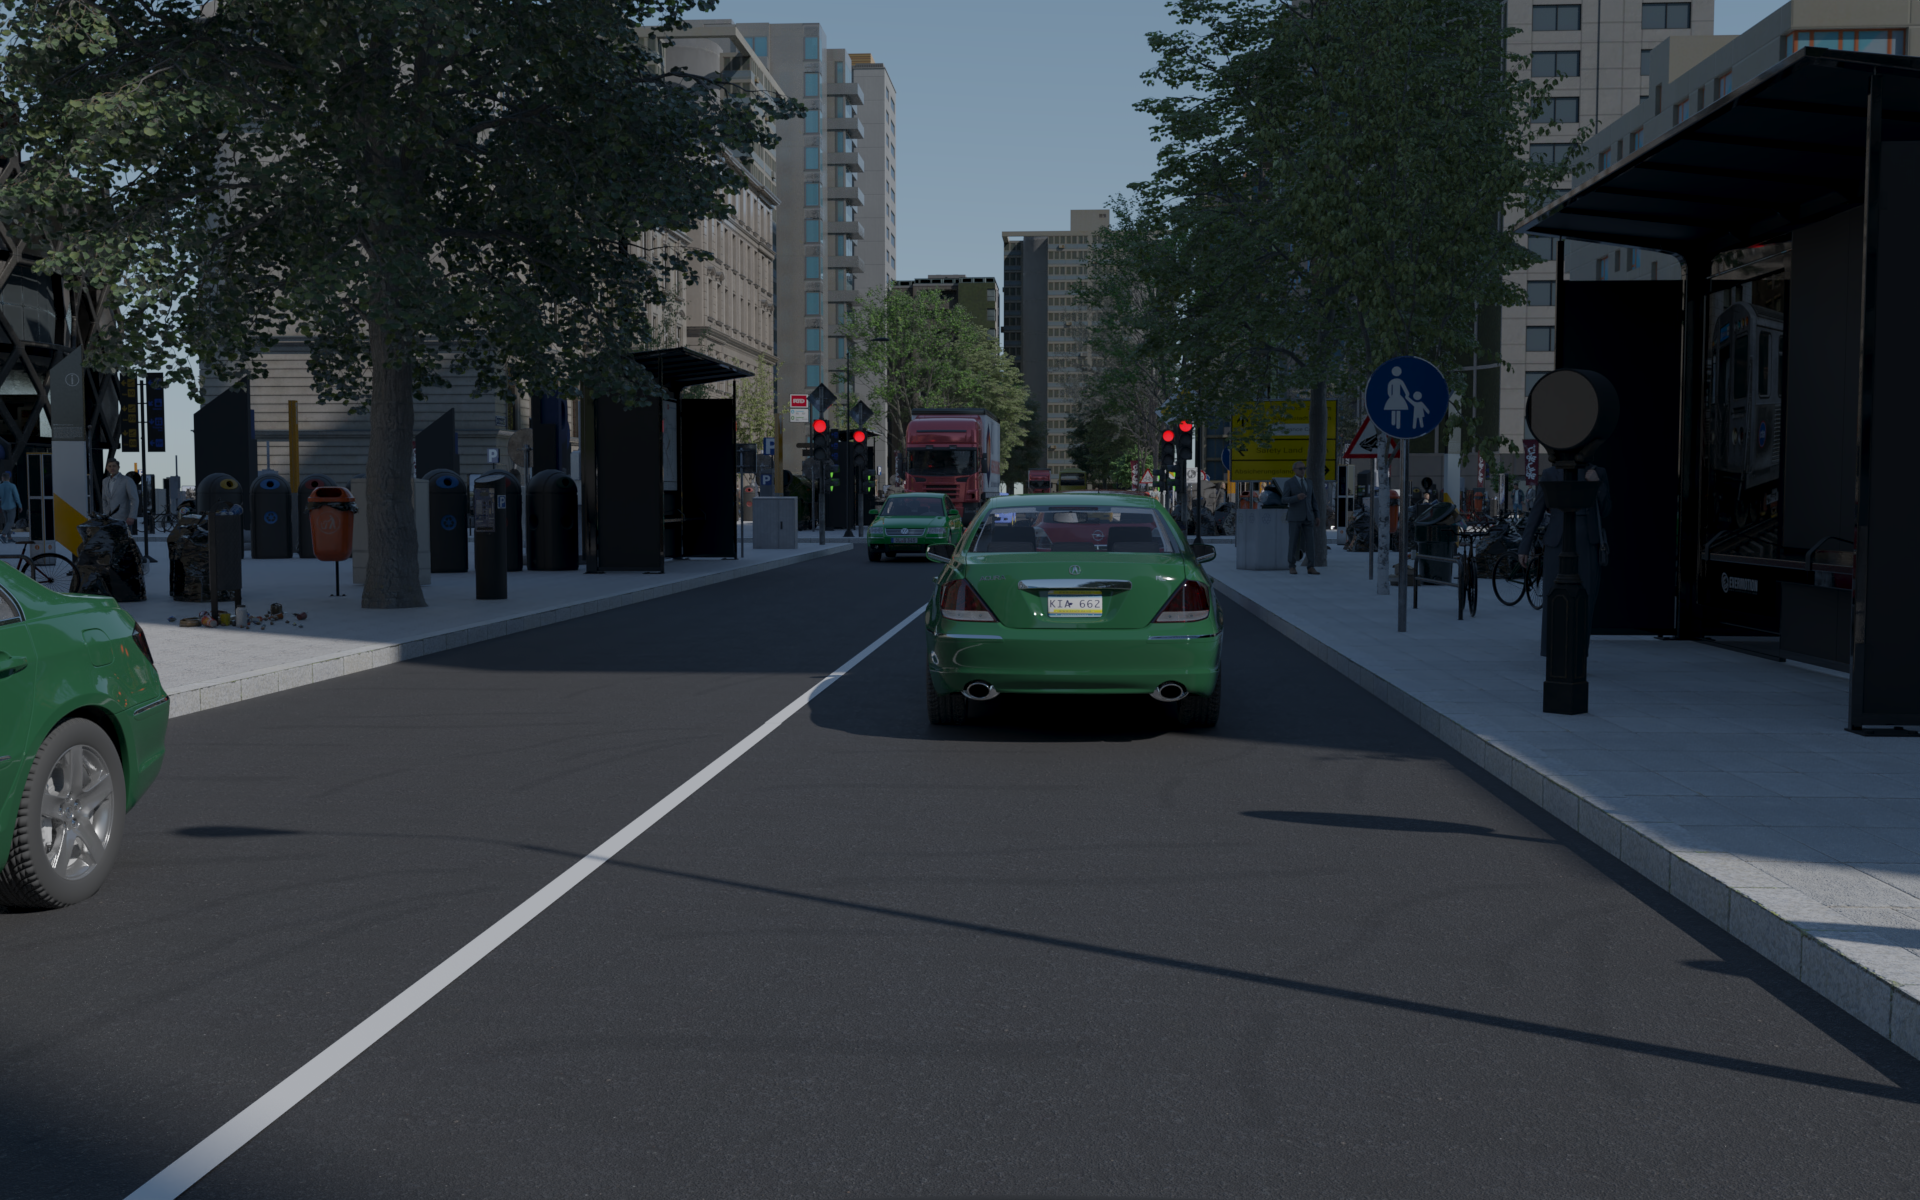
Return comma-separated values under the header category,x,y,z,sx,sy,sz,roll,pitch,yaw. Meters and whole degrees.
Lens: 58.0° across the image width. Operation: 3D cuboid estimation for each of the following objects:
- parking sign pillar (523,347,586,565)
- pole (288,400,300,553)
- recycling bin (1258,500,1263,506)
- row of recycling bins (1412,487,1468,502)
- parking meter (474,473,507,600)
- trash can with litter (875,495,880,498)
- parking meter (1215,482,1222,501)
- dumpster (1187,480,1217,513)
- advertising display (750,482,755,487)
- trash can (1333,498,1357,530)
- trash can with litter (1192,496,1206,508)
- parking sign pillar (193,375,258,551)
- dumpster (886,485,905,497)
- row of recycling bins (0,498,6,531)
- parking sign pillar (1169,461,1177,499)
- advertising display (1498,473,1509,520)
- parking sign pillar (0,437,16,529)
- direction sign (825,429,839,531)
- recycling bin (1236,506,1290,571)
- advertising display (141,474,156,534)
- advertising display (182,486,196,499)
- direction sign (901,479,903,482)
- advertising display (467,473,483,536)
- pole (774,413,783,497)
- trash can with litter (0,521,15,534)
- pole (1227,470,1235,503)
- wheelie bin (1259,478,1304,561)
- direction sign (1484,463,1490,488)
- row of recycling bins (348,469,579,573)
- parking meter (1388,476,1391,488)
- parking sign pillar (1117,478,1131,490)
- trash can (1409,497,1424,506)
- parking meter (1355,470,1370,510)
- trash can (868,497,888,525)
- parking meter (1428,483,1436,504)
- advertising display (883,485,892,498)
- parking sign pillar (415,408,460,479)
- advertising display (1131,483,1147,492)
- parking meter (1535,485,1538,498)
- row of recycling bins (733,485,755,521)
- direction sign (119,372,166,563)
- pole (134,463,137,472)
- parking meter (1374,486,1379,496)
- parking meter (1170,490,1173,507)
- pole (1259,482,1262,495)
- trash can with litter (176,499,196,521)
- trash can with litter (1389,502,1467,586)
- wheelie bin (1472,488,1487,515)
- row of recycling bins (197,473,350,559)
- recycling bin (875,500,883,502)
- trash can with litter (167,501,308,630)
category,x,y,z,sx,sy,sz,roll,pitch,yaw
parking sign pillar,-7.479,-2.640,31.633,1.447,3.967,1.447,0,4,-4
pole,-14.484,-2.683,37.703,0.158,3.312,0.155,0,3,0
recycling bin,10.400,-2.826,58.755,0.722,1.027,0.722,0,4,6
row of recycling bins,26.844,-5.509,97.184,3.534,1.692,1.069,2,4,34
parking meter,-5.730,-0.779,21.146,0.372,1.533,0.369,0,3,0
trash can with litter,-4.427,-4.700,87.907,1.678,1.210,2.233,1,4,17
parking meter,12.867,-4.941,86.493,0.255,1.863,0.399,-2,4,-33
dumpster,9.900,-3.999,71.137,1.264,1.857,1.865,0,4,4
advertising display,-11.242,-5.501,95.157,0.123,1.923,0.974,-2,4,-33
trash can,13.252,-2.946,59.820,0.748,1.137,0.748,0,3,0
trash can with litter,9.307,-3.276,64.615,2.233,1.210,1.678,-1,4,-10
parking sign pillar,-16.738,-3.121,39.508,1.447,3.967,1.447,0,4,5
dumpster,-3.947,-6.296,108.691,1.264,1.857,1.865,0,4,4
row of recycling bins,-34.944,-3.288,60.864,3.534,1.692,1.069,2,4,24
parking sign pillar,14.620,-7.888,117.445,1.447,3.967,1.447,3,4,38
advertising display,16.990,-2.994,54.159,0.123,1.923,0.974,0,4,7
parking sign pillar,-35.368,-4.577,63.299,1.447,3.967,1.447,1,4,9
direction sign,-4.568,-4.178,60.312,0.876,3.537,0.379,2,4,34
recycling bin,5.165,-1.028,29.368,0.722,1.027,0.722,-1,4,-21
advertising display,-26.147,-3.095,55.814,0.123,1.923,0.974,-3,5,-43
advertising display,-58.178,-7.673,130.674,0.974,1.923,0.123,-1,4,-16
direction sign,-3.667,-7.462,114.004,0.876,3.537,0.379,-1,4,-11
advertising display,-14.716,-2.946,53.376,0.974,1.923,0.123,-3,5,-43
pole,-4.580,-3.055,43.791,0.158,3.312,0.155,0,3,0
trash can with litter,-30.972,-2.696,55.138,1.678,1.210,2.233,0,4,5
pole,10.725,-4.540,68.080,0.158,3.312,0.155,0,3,0
wheelie bin,6.153,-1.548,33.213,0.693,1.594,0.980,3,5,44
direction sign,29.352,-6.419,96.952,0.379,3.537,0.876,-1,4,-23
row of recycling bins,-8.086,-1.311,28.544,3.534,1.692,1.069,-2,4,-29
parking meter,14.055,-3.163,57.424,0.399,1.863,0.255,1,4,11
parking sign pillar,11.745,-8.200,122.537,1.447,3.967,1.447,0,4,1
trash can,19.145,-3.713,72.359,0.748,1.137,0.748,0,3,0
parking meter,9.729,-2.197,41.627,0.255,1.863,0.399,3,5,43
trash can,-2.798,-2.946,59.822,0.748,1.137,0.748,0,3,0
parking meter,23.712,-4.974,87.036,0.255,1.863,0.399,-2,4,-33
advertising display,-4.897,-7.058,120.610,0.974,1.923,0.123,0,4,-4
parking sign pillar,-16.402,-4.033,54.409,1.447,3.967,1.447,1,4,12
advertising display,9.650,-5.385,93.255,0.974,1.923,0.123,3,5,41
parking meter,30.504,-5.228,91.184,0.399,1.863,0.255,-1,4,-22
row of recycling bins,-10.405,-4.558,81.635,3.534,1.692,1.069,-1,4,-17
direction sign,-15.227,-2.466,32.322,0.876,3.537,0.379,1,4,9
pole,-53.394,-7.243,112.272,0.158,3.312,0.155,0,3,0
parking meter,13.433,-2.923,56.194,0.372,1.533,0.369,0,3,0
parking meter,11.311,-5.087,91.583,0.372,1.533,0.369,0,3,0
pole,18.823,-7.001,108.312,0.158,3.312,0.155,0,3,0
trash can with litter,-19.425,-1.951,43.292,1.055,1.170,0.624,3,4,37
trash can with litter,6.526,-0.788,24.278,1.055,1.170,0.624,-2,4,-27
wheelie bin,26.315,-4.895,87.946,0.980,1.594,0.693,2,4,35
row of recycling bins,-13.314,-1.680,34.588,3.534,1.692,1.069,-1,4,-20
recycling bin,-3.482,-3.798,74.645,0.722,1.027,0.722,1,4,9
trash can with litter,-7.111,-0.390,17.439,1.678,1.210,2.233,0,4,2
